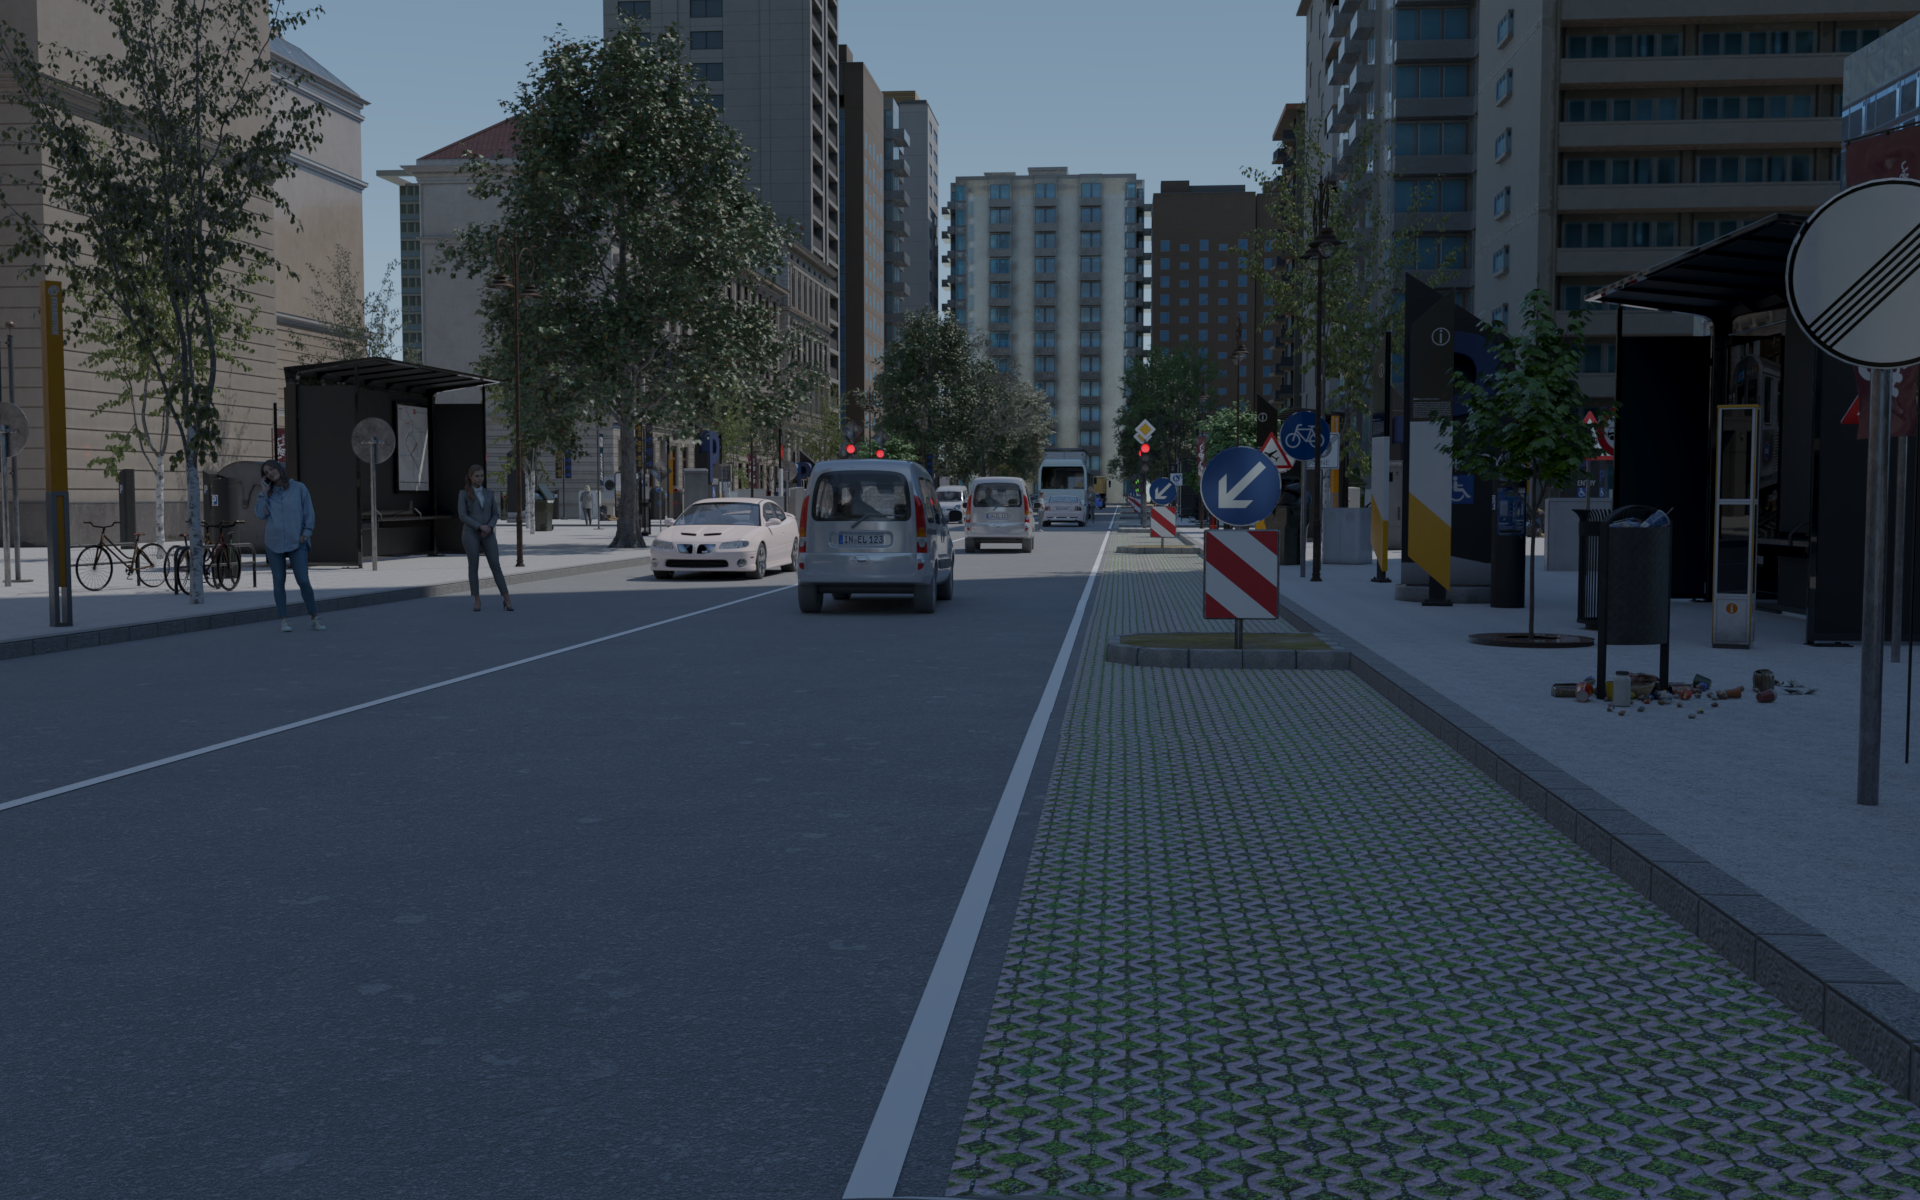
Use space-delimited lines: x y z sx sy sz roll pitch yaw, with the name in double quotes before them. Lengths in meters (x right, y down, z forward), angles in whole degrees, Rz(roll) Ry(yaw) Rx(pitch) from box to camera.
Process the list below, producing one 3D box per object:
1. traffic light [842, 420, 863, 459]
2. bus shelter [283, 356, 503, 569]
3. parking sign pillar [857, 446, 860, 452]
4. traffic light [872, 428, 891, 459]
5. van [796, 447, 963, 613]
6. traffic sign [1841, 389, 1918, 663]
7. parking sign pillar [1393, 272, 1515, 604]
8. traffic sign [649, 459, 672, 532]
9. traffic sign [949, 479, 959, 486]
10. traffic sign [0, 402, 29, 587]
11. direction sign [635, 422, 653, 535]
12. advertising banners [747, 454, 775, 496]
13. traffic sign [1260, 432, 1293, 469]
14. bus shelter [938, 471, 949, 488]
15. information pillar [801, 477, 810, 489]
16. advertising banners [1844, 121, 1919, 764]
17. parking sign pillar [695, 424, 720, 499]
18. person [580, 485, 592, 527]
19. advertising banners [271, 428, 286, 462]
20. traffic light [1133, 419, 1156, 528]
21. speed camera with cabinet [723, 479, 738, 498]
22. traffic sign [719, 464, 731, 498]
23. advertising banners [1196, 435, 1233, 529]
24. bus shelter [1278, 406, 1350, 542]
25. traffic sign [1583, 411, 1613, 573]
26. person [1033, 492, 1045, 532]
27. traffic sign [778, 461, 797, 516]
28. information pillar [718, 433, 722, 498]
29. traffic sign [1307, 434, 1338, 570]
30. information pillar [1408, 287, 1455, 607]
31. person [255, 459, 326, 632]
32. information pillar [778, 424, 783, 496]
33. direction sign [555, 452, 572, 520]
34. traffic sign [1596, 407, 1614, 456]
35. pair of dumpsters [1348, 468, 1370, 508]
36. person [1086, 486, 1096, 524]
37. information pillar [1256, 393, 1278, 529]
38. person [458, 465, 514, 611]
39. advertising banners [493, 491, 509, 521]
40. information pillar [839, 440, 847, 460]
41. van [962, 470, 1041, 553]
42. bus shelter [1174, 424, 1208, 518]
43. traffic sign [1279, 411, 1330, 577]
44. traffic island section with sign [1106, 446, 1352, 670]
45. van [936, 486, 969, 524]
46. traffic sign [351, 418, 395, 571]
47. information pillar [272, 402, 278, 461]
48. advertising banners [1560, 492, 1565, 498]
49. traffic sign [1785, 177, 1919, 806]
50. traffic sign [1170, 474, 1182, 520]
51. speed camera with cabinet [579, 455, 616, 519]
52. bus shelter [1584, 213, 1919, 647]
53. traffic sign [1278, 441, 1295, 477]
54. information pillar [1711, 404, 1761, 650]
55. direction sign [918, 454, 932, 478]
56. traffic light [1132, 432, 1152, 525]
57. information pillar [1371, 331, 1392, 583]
"traffic light" -4.077 -4.694 65.669 0.839 4.253 0.868 0 4 5
"bus shelter" -10.517 -2.534 32.716 1.731 3.624 6.357 0 4 5
"parking sign pillar" -5.891 -6.482 94.458 1.447 3.967 1.447 2 4 29
"traffic light" -3.332 -5.180 73.619 0.839 4.253 0.868 0 4 5
"van" -1.013 -0.930 22.212 2.013 2.044 4.112 0 4 4
"traffic sign" 7.130 -0.803 13.125 0.884 2.594 0.081 1 4 12
"parking sign pillar" 5.999 -1.980 20.845 1.447 3.967 1.447 1 4 14
"traffic sign" -9.845 -3.409 56.928 0.795 2.450 0.064 1 4 10
"traffic sign" -0.381 -6.619 110.346 0.606 2.300 0.079 1 4 10
"traffic sign" -13.205 -1.458 23.945 0.768 2.556 0.104 1 4 13
"direction sign" -9.917 -3.818 54.420 0.876 3.537 0.379 3 5 43
"advertising banners" -8.491 -4.893 76.188 2.074 3.025 0.090 -3 4 -38
"traffic sign" 6.512 -2.218 36.271 0.884 2.594 0.081 1 4 9
"bus shelter" -0.717 -8.612 134.736 2.014 3.302 5.546 0 4 5
"information pillar" -7.691 -4.988 86.038 0.304 2.012 0.304 -2 4 -28
"advertising banners" 4.642 -0.702 7.658 0.090 3.025 2.074 -1 4 -14
"parking sign pillar" -7.803 -3.978 53.506 1.447 3.967 1.447 0 4 8
"person" -15.567 -3.872 71.988 0.537 1.800 0.526 -2 4 -29
"advertising banners" -18.649 -3.029 45.716 2.074 3.025 0.090 0 4 2
"traffic light" 6.888 -4.633 64.662 0.839 4.253 0.868 0 4 5
"speed camera with cabinet" -11.888 -5.862 90.173 0.660 3.252 2.038 -3 5 -44
"traffic sign" -8.128 -3.498 59.328 0.606 2.300 0.079 1 4 13
"advertising banners" 7.543 -3.368 51.251 0.090 3.025 2.074 -2 4 -24
"bus shelter" 9.924 -3.557 49.443 1.731 3.624 6.357 0 4 5
"traffic sign" 9.873 -1.665 27.234 0.884 2.594 0.081 1 4 11
"person" 3.051 -3.338 65.678 0.503 1.515 0.523 3 5 40
"traffic sign" -6.560 -4.023 65.883 0.768 2.556 0.104 1 4 12
"information pillar" -9.316 -4.576 66.179 0.504 3.616 0.183 -1 4 -13
"traffic sign" 6.035 -1.645 29.021 0.606 2.300 0.079 1 4 12
"information pillar" 5.398 -1.739 19.787 0.504 3.616 0.183 1 4 17
"person" -6.996 -0.571 18.095 0.793 1.790 0.793 -3 5 -39
"information pillar" -5.865 -3.995 56.669 0.183 3.616 0.504 0 4 1
"direction sign" -19.734 -5.764 86.233 0.876 3.537 0.379 1 4 16
"traffic sign" 9.463 -1.508 24.769 0.768 2.556 0.104 0 4 7
"pair of dumpsters" 12.768 -3.421 58.429 1.574 2.255 4.437 0 4 6
"person" 6.303 -4.574 83.467 0.537 1.800 0.526 3 5 43
"information pillar" 7.096 -2.985 40.158 0.504 3.616 0.183 1 4 21
"person" -5.803 -0.759 21.176 0.573 1.790 0.520 3 4 37
"advertising banners" -22.735 -5.353 83.706 2.074 3.025 0.090 -1 4 -10
"information pillar" -5.105 -5.163 75.764 0.504 3.616 0.183 3 5 44
"van" 1.024 -2.237 43.594 2.013 2.044 4.112 0 4 4
"bus shelter" 12.928 -7.215 95.603 2.179 5.291 8.768 0 4 5
"traffic sign" 5.281 -1.620 26.601 0.768 2.556 0.104 0 4 6
"traffic island section with sign" 2.273 -0.391 15.027 1.989 1.847 2.006 0 4 5
"van" -0.491 -4.731 84.366 2.013 2.044 4.112 0 4 7
"traffic sign" -9.800 -1.763 28.927 0.768 2.556 0.104 0 4 6
"information pillar" -17.594 -3.254 44.554 0.183 3.616 0.504 -2 4 -25
"advertising banners" 28.573 -5.226 81.634 2.074 3.025 0.090 3 5 39
"traffic sign" 3.756 -0.427 7.088 0.768 2.556 0.104 1 4 13
"traffic sign" 10.749 -5.137 86.114 0.606 2.300 0.079 1 4 12
"speed camera with cabinet" -18.340 -5.733 88.063 2.038 3.252 0.660 1 4 13
"bus shelter" 7.969 -1.605 17.520 1.731 3.624 6.357 0 4 5
"traffic sign" 7.617 -2.524 41.379 0.768 2.556 0.104 1 4 9
"information pillar" 6.458 -0.607 14.412 0.304 2.012 0.304 2 4 30
"direction sign" -1.962 -6.447 97.405 0.876 3.537 0.379 -2 4 -25
"traffic light" 7.633 -5.119 72.613 0.839 4.253 0.868 0 4 5
"information pillar" 6.119 -2.069 25.181 0.183 3.616 0.504 0 4 -8
